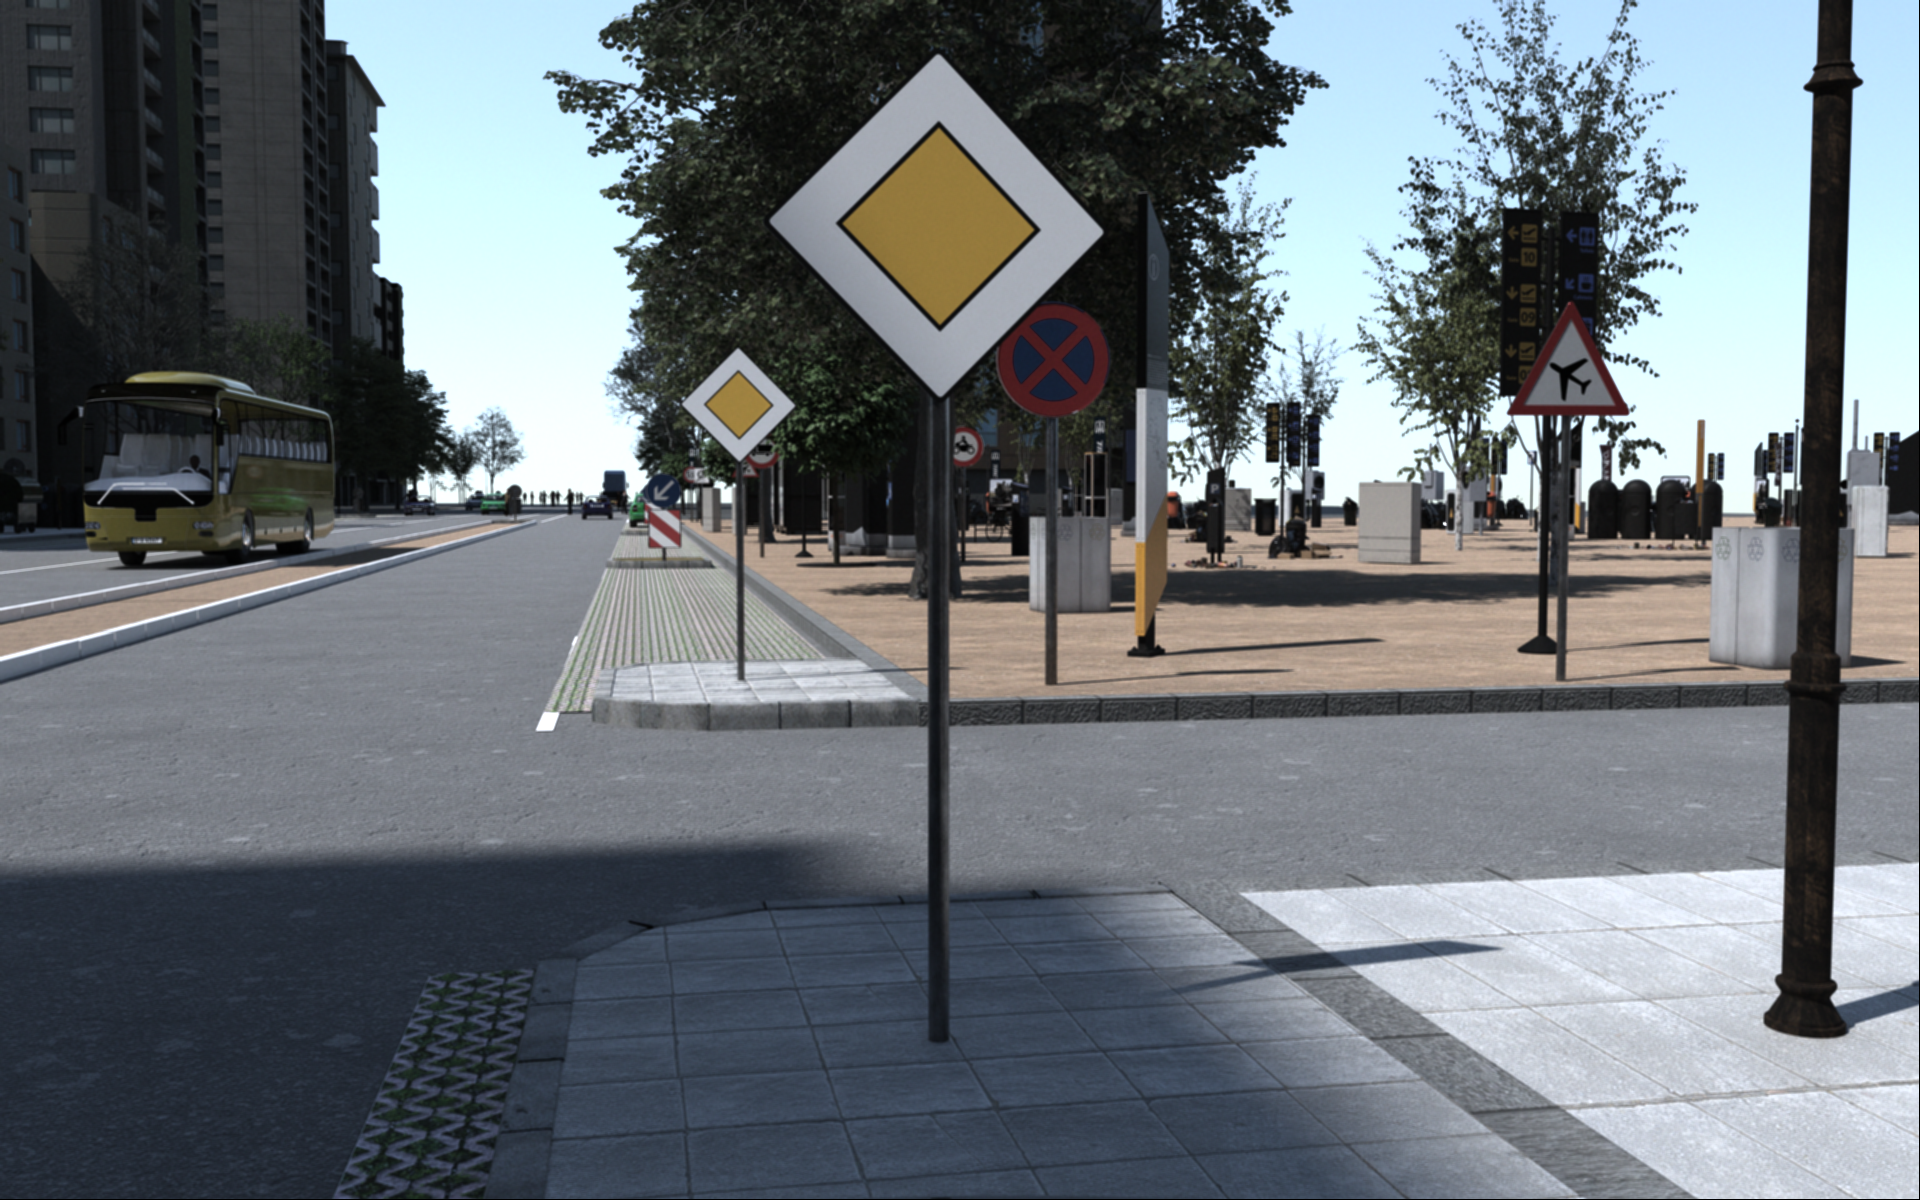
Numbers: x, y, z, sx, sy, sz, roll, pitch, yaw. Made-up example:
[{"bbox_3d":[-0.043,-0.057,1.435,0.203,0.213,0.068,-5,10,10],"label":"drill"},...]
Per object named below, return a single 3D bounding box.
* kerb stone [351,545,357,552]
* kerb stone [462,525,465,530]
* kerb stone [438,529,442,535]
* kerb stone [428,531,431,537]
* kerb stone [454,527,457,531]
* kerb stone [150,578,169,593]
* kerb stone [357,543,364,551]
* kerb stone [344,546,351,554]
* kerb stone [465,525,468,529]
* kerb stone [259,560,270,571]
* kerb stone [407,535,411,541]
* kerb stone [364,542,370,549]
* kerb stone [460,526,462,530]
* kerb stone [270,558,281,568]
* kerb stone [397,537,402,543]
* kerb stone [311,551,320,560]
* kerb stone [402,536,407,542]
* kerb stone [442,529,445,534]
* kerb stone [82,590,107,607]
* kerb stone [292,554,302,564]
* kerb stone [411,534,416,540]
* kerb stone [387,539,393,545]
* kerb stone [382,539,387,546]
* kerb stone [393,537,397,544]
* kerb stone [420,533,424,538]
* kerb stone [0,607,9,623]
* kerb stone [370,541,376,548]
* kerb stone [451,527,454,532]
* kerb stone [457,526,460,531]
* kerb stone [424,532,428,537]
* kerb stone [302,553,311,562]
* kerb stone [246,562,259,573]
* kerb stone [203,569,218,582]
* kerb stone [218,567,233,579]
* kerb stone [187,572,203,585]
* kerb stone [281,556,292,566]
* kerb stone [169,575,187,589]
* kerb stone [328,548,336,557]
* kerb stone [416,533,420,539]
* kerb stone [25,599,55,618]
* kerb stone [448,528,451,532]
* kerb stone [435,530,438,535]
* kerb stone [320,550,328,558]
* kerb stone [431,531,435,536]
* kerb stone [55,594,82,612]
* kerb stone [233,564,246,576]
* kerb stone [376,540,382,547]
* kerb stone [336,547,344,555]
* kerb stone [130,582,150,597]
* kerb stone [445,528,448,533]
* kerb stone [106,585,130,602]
[{"bbox_3d":[-14.985,-1.240,42.471,0.120,0.150,1.000,-1,4,-10],"label":"kerb stone"},{"bbox_3d":[-19.847,-2.839,68.692,0.120,0.150,1.000,-1,4,-10],"label":"kerb stone"},{"bbox_3d":[-18.346,-2.350,60.615,0.120,0.150,1.000,-1,4,-10],"label":"kerb stone"},{"bbox_3d":[-17.787,-2.161,57.587,0.120,0.150,1.000,-1,4,-10],"label":"kerb stone"},{"bbox_3d":[-19.288,-2.658,65.667,0.120,0.150,1.000,-1,4,-10],"label":"kerb stone"},{"bbox_3d":[-11.800,-0.185,25.315,0.120,0.150,1.000,-1,4,-10],"label":"kerb stone"},{"bbox_3d":[-15.159,-1.298,43.478,0.120,0.150,1.000,-1,4,-10],"label":"kerb stone"},{"bbox_3d":[-14.795,-1.174,41.461,0.120,0.150,1.000,-1,4,-10],"label":"kerb stone"},{"bbox_3d":[-20.030,-2.906,69.702,0.120,0.150,1.000,-1,4,-10],"label":"kerb stone"},{"bbox_3d":[-13.105,-0.621,32.370,0.120,0.150,1.000,-1,4,-10],"label":"kerb stone"},{"bbox_3d":[-16.857,-1.850,52.553,0.120,0.150,1.000,-1,4,-10],"label":"kerb stone"},{"bbox_3d":[-15.353,-1.361,44.482,0.120,0.150,1.000,-1,4,-10],"label":"kerb stone"},{"bbox_3d":[-19.656,-2.782,67.681,0.120,0.150,1.000,-1,4,-10],"label":"kerb stone"},{"bbox_3d":[-13.302,-0.684,33.387,0.120,0.150,1.000,-1,4,-10],"label":"kerb stone"},{"bbox_3d":[-16.473,-1.723,50.529,0.120,0.150,1.000,-1,4,-10],"label":"kerb stone"},{"bbox_3d":[-14.039,-0.932,37.428,0.120,0.150,1.000,-1,4,-10],"label":"kerb stone"},{"bbox_3d":[-16.666,-1.793,51.532,0.120,0.150,1.000,-1,4,-10],"label":"kerb stone"},{"bbox_3d":[-18.540,-2.406,61.619,0.120,0.150,1.000,-1,4,-10],"label":"kerb stone"},{"bbox_3d":[-11.234,-0.004,22.299,0.120,0.150,1.000,-1,4,-10],"label":"kerb stone"},{"bbox_3d":[-13.670,-0.807,35.407,0.120,0.150,1.000,-1,4,-10],"label":"kerb stone"},{"bbox_3d":[-17.035,-1.918,53.559,0.120,0.150,1.000,-1,4,-10],"label":"kerb stone"},{"bbox_3d":[-16.101,-1.610,48.517,0.120,0.150,1.000,-1,4,-10],"label":"kerb stone"},{"bbox_3d":[-15.919,-1.548,47.512,0.120,0.150,1.000,-1,4,-10],"label":"kerb stone"},{"bbox_3d":[-16.290,-1.667,49.523,0.120,0.150,1.000,-1,4,-10],"label":"kerb stone"},{"bbox_3d":[-17.416,-2.042,55.576,0.120,0.150,1.000,-1,4,-10],"label":"kerb stone"},{"bbox_3d":[-10.680,0.178,19.278,0.120,0.150,1.000,-1,4,-10],"label":"kerb stone"},{"bbox_3d":[-15.544,-1.423,45.486,0.120,0.150,1.000,-1,4,-10],"label":"kerb stone"},{"bbox_3d":[-19.098,-2.593,64.657,0.120,0.150,1.000,-1,4,-10],"label":"kerb stone"},{"bbox_3d":[-19.472,-2.720,66.672,0.120,0.150,1.000,-1,4,-10],"label":"kerb stone"},{"bbox_3d":[-17.599,-2.100,56.582,0.120,0.150,1.000,-1,4,-10],"label":"kerb stone"},{"bbox_3d":[-13.857,-0.870,36.423,0.120,0.150,1.000,-1,4,-10],"label":"kerb stone"},{"bbox_3d":[-12.920,-0.560,31.359,0.120,0.150,1.000,-1,4,-10],"label":"kerb stone"},{"bbox_3d":[-12.368,-0.376,28.337,0.120,0.150,1.000,-1,4,-10],"label":"kerb stone"},{"bbox_3d":[-12.546,-0.437,29.343,0.120,0.150,1.000,-1,4,-10],"label":"kerb stone"},{"bbox_3d":[-12.170,-0.314,27.326,0.120,0.150,1.000,-1,4,-10],"label":"kerb stone"},{"bbox_3d":[-13.487,-0.744,34.398,0.120,0.150,1.000,-1,4,-10],"label":"kerb stone"},{"bbox_3d":[-11.982,-0.252,26.322,0.120,0.150,1.000,-1,4,-10],"label":"kerb stone"},{"bbox_3d":[-14.420,-1.055,39.445,0.120,0.150,1.000,-1,4,-10],"label":"kerb stone"},{"bbox_3d":[-17.215,-1.980,54.568,0.120,0.150,1.000,-1,4,-10],"label":"kerb stone"},{"bbox_3d":[-10.867,0.119,20.284,0.120,0.150,1.000,-1,4,-10],"label":"kerb stone"},{"bbox_3d":[-18.914,-2.535,63.640,0.120,0.150,1.000,-1,4,-10],"label":"kerb stone"},{"bbox_3d":[-18.170,-2.287,59.608,0.120,0.150,1.000,-1,4,-10],"label":"kerb stone"},{"bbox_3d":[-14.230,-0.993,38.432,0.120,0.150,1.000,-1,4,-10],"label":"kerb stone"},{"bbox_3d":[-17.972,-2.225,58.599,0.120,0.150,1.000,-1,4,-10],"label":"kerb stone"},{"bbox_3d":[-11.048,0.056,21.294,0.120,0.150,1.000,-1,4,-10],"label":"kerb stone"},{"bbox_3d":[-12.735,-0.499,30.354,0.120,0.150,1.000,-1,4,-10],"label":"kerb stone"},{"bbox_3d":[-15.725,-1.486,46.496,0.120,0.150,1.000,-1,4,-10],"label":"kerb stone"},{"bbox_3d":[-14.594,-1.117,40.452,0.120,0.150,1.000,-1,4,-10],"label":"kerb stone"},{"bbox_3d":[-11.613,-0.129,24.309,0.120,0.150,1.000,-1,4,-10],"label":"kerb stone"},{"bbox_3d":[-18.720,-2.473,62.637,0.120,0.150,1.000,-1,4,-10],"label":"kerb stone"},{"bbox_3d":[-11.418,-0.068,23.304,0.120,0.150,1.000,-1,4,-10],"label":"kerb stone"}]
